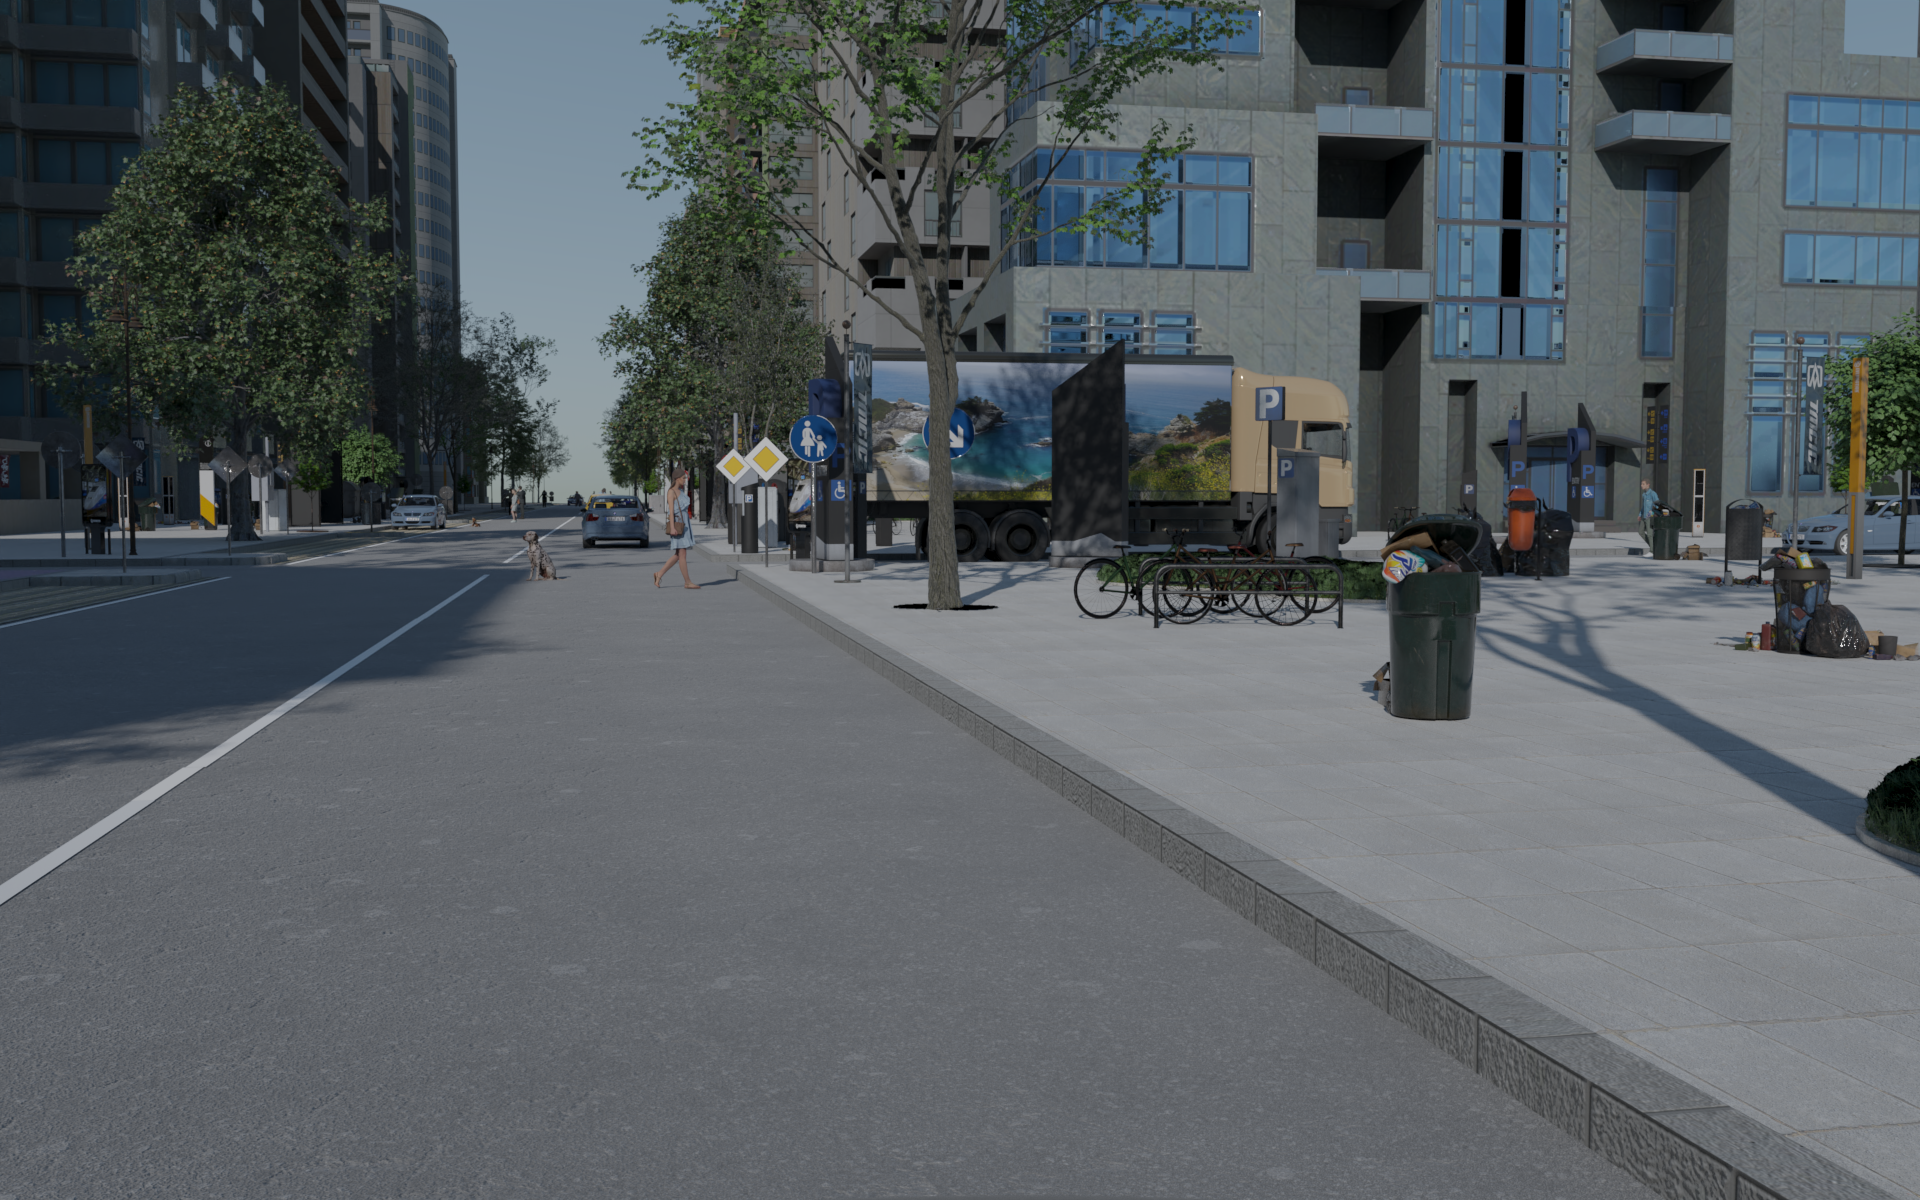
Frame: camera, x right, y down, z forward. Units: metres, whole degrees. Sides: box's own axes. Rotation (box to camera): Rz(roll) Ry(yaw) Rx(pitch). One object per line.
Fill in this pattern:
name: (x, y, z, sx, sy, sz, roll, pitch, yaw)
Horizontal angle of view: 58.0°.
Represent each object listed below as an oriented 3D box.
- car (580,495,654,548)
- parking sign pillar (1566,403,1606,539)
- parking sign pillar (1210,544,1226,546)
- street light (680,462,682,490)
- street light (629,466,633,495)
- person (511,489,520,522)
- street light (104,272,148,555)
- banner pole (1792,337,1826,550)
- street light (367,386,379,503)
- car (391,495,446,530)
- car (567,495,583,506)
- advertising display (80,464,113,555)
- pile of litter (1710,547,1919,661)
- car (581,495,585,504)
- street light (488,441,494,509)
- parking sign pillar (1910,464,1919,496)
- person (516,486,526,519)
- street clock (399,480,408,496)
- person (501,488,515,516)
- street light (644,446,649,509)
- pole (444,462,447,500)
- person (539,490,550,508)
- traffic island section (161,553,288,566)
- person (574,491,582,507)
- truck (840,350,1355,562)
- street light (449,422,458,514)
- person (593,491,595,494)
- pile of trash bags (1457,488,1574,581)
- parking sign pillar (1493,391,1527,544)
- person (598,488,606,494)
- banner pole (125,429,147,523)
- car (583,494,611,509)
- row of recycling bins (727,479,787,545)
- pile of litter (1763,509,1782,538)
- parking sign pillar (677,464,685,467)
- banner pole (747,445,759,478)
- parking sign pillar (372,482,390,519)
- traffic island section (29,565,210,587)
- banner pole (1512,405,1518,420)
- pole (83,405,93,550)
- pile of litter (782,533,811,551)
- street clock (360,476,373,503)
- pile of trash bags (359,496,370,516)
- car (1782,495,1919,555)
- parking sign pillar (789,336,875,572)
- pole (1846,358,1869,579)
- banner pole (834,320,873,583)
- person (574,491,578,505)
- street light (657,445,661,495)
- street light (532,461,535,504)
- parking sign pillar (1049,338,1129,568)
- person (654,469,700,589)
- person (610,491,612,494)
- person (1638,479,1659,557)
car: (-9.370, -2.157, 47.266, 2.014, 1.417, 4.499, -1, 4, -10)
parking sign pillar: (18.129, -3.796, 50.540, 1.447, 3.967, 1.447, 0, 4, 3)
parking sign pillar: (6.946, -3.347, 43.193, 1.447, 3.967, 1.447, 2, 4, 29)
street light: (-12.072, -6.237, 74.767, 0.468, 5.910, 1.993, -1, 4, -11)
street light: (-51.147, -18.053, 267.952, 0.468, 5.910, 1.993, -1, 4, -11)
person: (-22.678, -4.812, 88.185, 0.522, 1.701, 0.512, -2, 4, -27)
street light: (-17.368, -3.879, 36.205, 0.468, 5.910, 1.993, -1, 4, -11)
banner pole: (13.566, -2.308, 27.756, 0.863, 3.779, 0.401, -2, 4, -29)
street light: (-24.741, -6.128, 72.983, 0.468, 5.910, 1.993, -1, 4, -11)
car: (-21.912, -3.559, 70.198, 2.014, 1.417, 4.499, -1, 4, -10)
car: (-47.339, -12.251, 212.880, 1.945, 1.354, 3.894, -1, 4, -11)
advertising display: (-18.350, -1.934, 36.828, 0.974, 1.923, 0.123, 2, 4, 33)
pile of litter: (6.979, -0.008, 14.092, 1.176, 0.858, 1.719, -1, 4, -10)
car: (-54.104, -14.219, 245.065, 1.945, 1.354, 3.894, -1, 4, -12)
street light: (-40.022, -10.714, 147.956, 0.468, 5.910, 1.993, -1, 4, -11)
parking sign pillar: (40.880, -5.232, 74.018, 1.447, 3.967, 1.447, 2, 4, 29)
person: (-24.960, -5.534, 98.337, 0.474, 1.900, 0.648, 0, 4, 0)
street clock: (-27.947, -5.046, 87.069, 0.471, 2.002, 0.358, 3, 5, 41)
person: (-29.556, -6.460, 114.127, 1.348, 1.823, 0.705, -2, 4, -24)
street light: (-27.142, -10.836, 149.957, 0.468, 5.910, 1.993, -1, 4, -11)
pole: (-32.262, -7.016, 108.562, 0.158, 3.312, 0.155, 0, 3, 0)
person: (-44.106, -10.747, 183.844, 1.348, 1.869, 0.705, 1, 4, 20)
traffic island section: (-15.231, -0.844, 36.076, 2.009, 0.180, 2.903, -1, 4, -11)
person: (-43.481, -11.506, 197.182, 0.990, 1.755, 0.434, -2, 4, -26)
truck: (3.085, -2.867, 35.796, 11.283, 4.237, 2.839, -1, 4, -10)
street light: (-32.556, -8.481, 111.451, 0.468, 5.910, 1.993, -1, 4, -11)
person: (-46.674, -12.995, 221.047, 0.705, 1.814, 1.350, 2, 4, 32)
pile of trash bags: (8.618, -1.062, 27.110, 1.912, 1.369, 3.447, 1, 4, 10)
parking sign pillar: (14.473, -3.454, 44.941, 1.447, 3.967, 1.447, 1, 4, 17)
person: (-21.121, -5.712, 102.150, 0.793, 1.790, 0.793, 2, 4, 27)
banner pole: (-31.924, -4.710, 67.023, 0.863, 3.779, 0.401, -2, 4, -27)
car: (-19.599, -5.167, 94.704, 2.015, 1.641, 3.980, -1, 4, -13)
row of recycling bins: (-5.333, -2.358, 45.674, 1.069, 1.692, 3.534, 1, 4, 10)
pile of litter: (23.777, -2.291, 51.428, 1.176, 0.858, 1.719, -1, 4, -9)
parking sign pillar: (-17.447, -7.388, 109.259, 1.447, 3.967, 1.447, -2, 4, -29)
banner pole: (-9.383, -5.395, 78.227, 0.863, 3.779, 0.401, 2, 4, 24)
parking sign pillar: (-30.237, -6.228, 90.308, 1.447, 3.967, 1.447, 0, 4, 5)
traffic island section: (-13.646, -0.365, 28.249, 2.009, 0.180, 2.903, -1, 4, -11)
banner pole: (15.541, -3.588, 48.673, 0.401, 3.779, 0.863, 2, 4, 26)
pole: (-20.006, -2.810, 39.795, 0.158, 3.312, 0.155, 0, 3, 0)
pile of litter: (-3.417, -1.548, 39.276, 1.176, 0.858, 1.719, -1, 4, -15)
street clock: (-24.349, -4.069, 71.095, 0.358, 2.002, 0.471, 2, 4, 31)
pile of trash bags: (-34.764, -5.569, 100.803, 1.912, 1.369, 3.447, -2, 4, -30)
car: (21.488, -1.737, 40.408, 4.499, 1.417, 2.014, -1, 4, -11)
parking sign pillar: (-2.161, -2.483, 29.065, 1.447, 3.967, 1.447, -1, 4, -18)
pole: (13.482, -1.968, 26.016, 0.158, 3.312, 0.155, 0, 3, 0)
banner pole: (-1.506, -2.153, 25.217, 0.401, 3.779, 0.863, 2, 4, 33)
person: (-48.283, -12.811, 217.941, 1.348, 1.826, 0.705, 1, 4, 19)
street light: (-19.772, -8.602, 113.433, 0.468, 5.910, 1.993, -1, 4, -11)
street light: (-56.336, -15.661, 228.841, 0.468, 5.910, 1.993, -1, 4, -11)
parking sign pillar: (2.289, -2.569, 30.468, 1.447, 3.967, 1.447, 1, 4, 22)
person: (-4.296, -1.073, 26.130, 0.778, 1.811, 0.616, 1, 4, 15)
person: (-32.666, -9.300, 161.354, 0.742, 1.727, 0.445, -3, 5, -42)
person: (15.745, -1.877, 39.525, 0.444, 1.785, 0.601, 0, 4, 2)
